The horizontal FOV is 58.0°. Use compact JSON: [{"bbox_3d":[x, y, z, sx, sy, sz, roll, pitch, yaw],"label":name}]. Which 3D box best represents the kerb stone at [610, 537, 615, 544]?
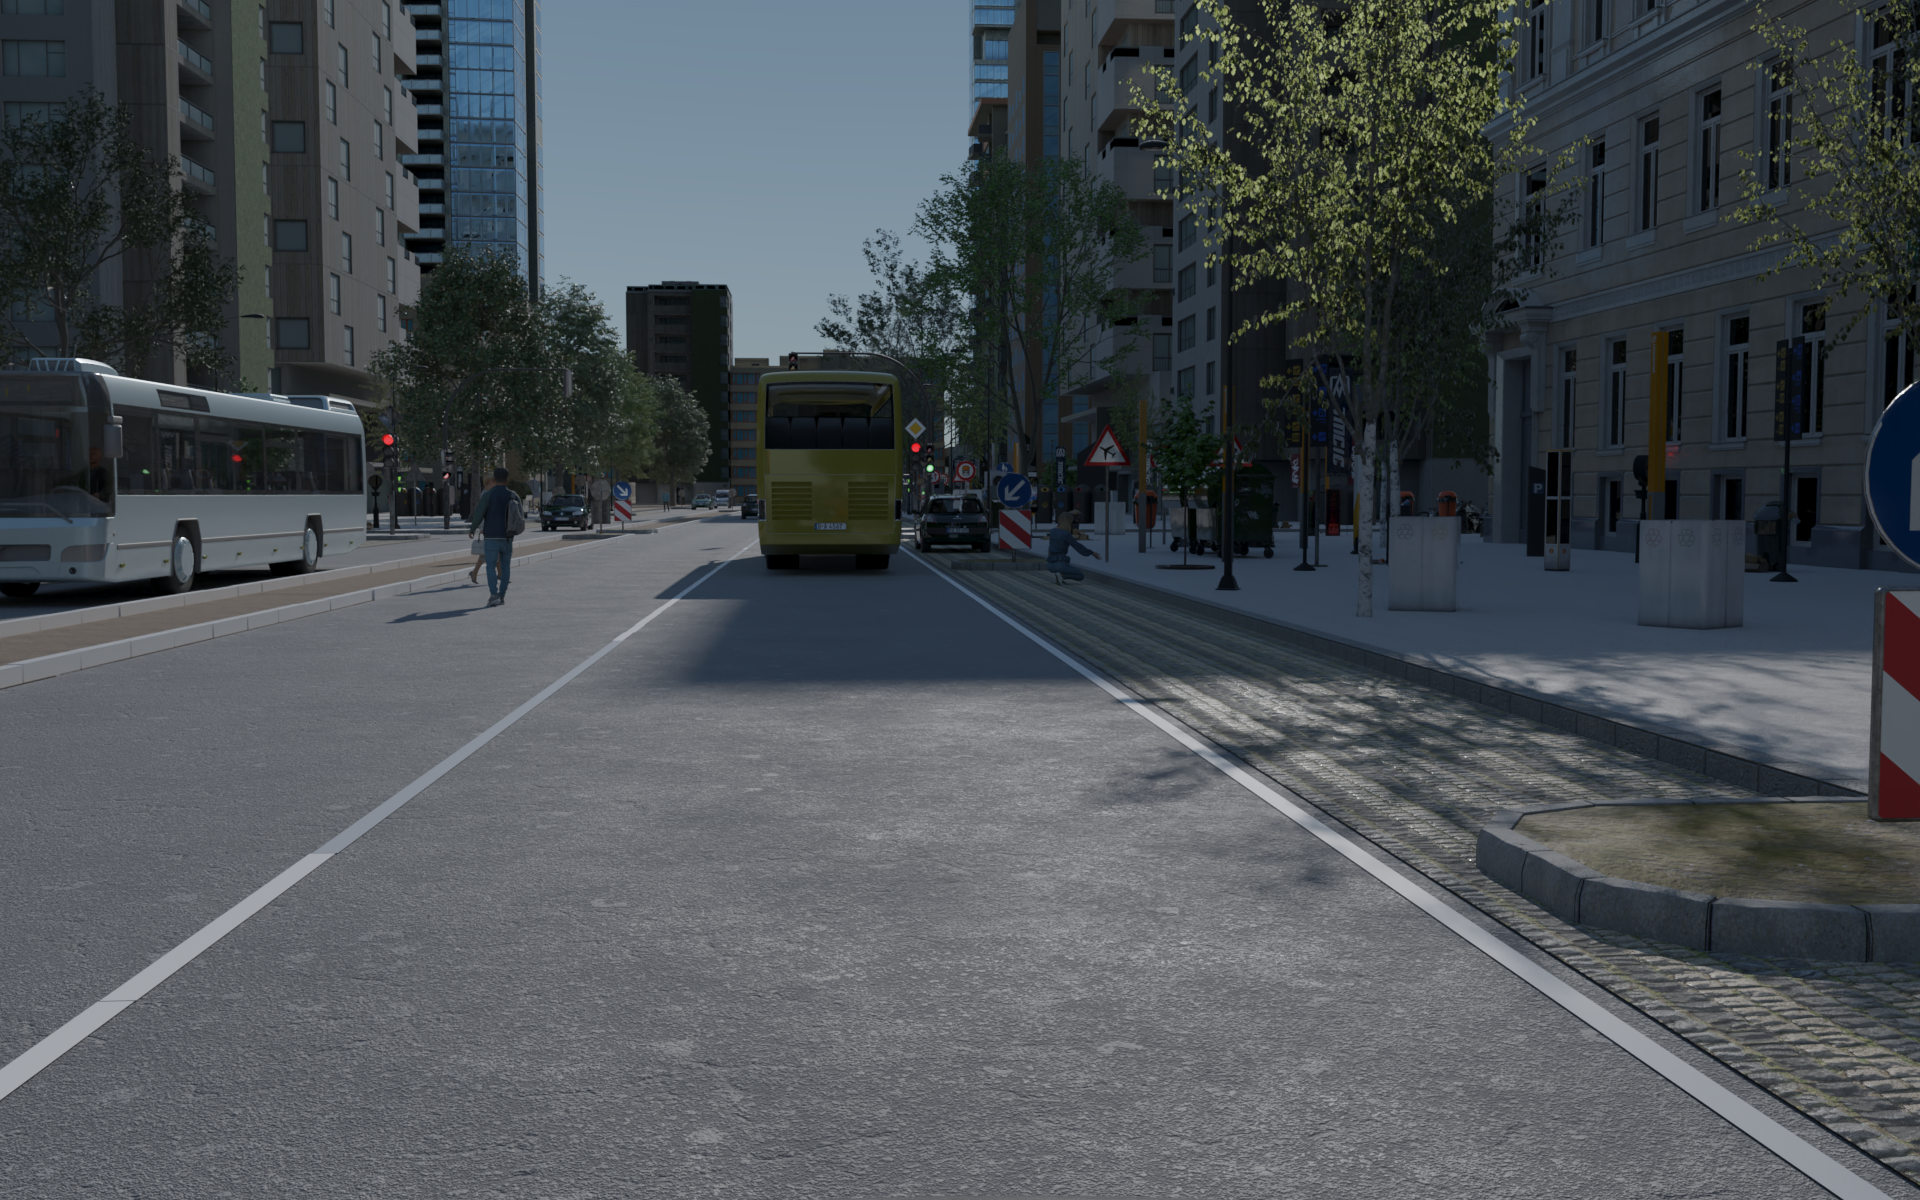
[{"bbox_3d":[-10.033,-1.658,49.359,0.120,0.150,1.000,0,4,-5],"label":"kerb stone"}]

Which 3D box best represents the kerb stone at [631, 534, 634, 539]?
[{"bbox_3d":[-10.436,-1.973,54.459,0.120,0.150,1.000,0,4,-5],"label":"kerb stone"}]

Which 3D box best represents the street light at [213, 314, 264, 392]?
[{"bbox_3d":[-18.615,-4.413,44.693,1.470,5.913,1.316,0,4,-5],"label":"street light"}]

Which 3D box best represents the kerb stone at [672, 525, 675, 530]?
[{"bbox_3d":[-11.624,-2.882,69.313,0.120,0.150,1.000,0,4,-5],"label":"kerb stone"}]

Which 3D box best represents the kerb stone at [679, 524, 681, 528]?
[{"bbox_3d":[-11.866,-3.070,72.390,0.120,0.150,1.000,0,4,-5],"label":"kerb stone"}]

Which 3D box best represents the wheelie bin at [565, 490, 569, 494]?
[{"bbox_3d":[-28.057,-7.015,122.605,0.980,1.594,0.693,-3,4,-39],"label":"wheelie bin"}]

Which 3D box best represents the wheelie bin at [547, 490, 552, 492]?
[{"bbox_3d":[-30.088,-7.313,127.471,0.980,1.594,0.693,1,4,16],"label":"wheelie bin"}]

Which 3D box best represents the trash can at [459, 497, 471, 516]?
[{"bbox_3d":[-28.076,-5.298,98.273,0.748,1.137,0.748,0,3,0],"label":"trash can"}]

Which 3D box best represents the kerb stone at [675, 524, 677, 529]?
[{"bbox_3d":[-11.706,-2.943,70.332,0.120,0.150,1.000,0,4,-5],"label":"kerb stone"}]

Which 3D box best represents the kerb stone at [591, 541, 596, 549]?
[{"bbox_3d":[-9.706,-1.412,45.277,0.120,0.150,1.000,0,4,-5],"label":"kerb stone"}]

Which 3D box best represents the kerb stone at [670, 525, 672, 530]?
[{"bbox_3d":[-11.543,-2.817,68.294,0.120,0.150,1.000,0,4,-5],"label":"kerb stone"}]

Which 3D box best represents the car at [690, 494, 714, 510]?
[{"bbox_3d":[-23.469,-8.929,157.787,2.131,1.459,4.920,0,4,-5],"label":"car"}]

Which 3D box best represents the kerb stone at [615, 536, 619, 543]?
[{"bbox_3d":[-10.111,-1.724,50.377,0.120,0.150,1.000,0,4,-5],"label":"kerb stone"}]

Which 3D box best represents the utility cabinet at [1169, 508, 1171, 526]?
[{"bbox_3d":[8.417,-3.626,67.959,0.318,1.500,1.173,0,4,1],"label":"utility cabinet"}]

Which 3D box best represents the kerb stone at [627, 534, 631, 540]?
[{"bbox_3d":[-10.353,-1.911,53.440,0.120,0.150,1.000,0,4,-5],"label":"kerb stone"}]

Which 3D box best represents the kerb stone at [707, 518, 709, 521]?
[{"bbox_3d":[-13.262,-4.134,89.787,0.120,0.150,1.000,0,4,-5],"label":"kerb stone"}]

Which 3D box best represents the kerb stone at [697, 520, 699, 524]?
[{"bbox_3d":[-12.688,-3.697,82.634,0.120,0.150,1.000,0,4,-5],"label":"kerb stone"}]

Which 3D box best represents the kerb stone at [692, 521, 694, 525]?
[{"bbox_3d":[-12.436,-3.506,79.544,0.120,0.150,1.000,0,4,-5],"label":"kerb stone"}]

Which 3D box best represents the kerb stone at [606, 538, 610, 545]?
[{"bbox_3d":[-9.950,-1.599,48.339,0.120,0.150,1.000,0,4,-5],"label":"kerb stone"}]

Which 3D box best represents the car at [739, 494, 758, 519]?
[{"bbox_3d":[-11.662,-5.475,99.295,2.009,1.686,4.222,0,4,-6],"label":"car"}]

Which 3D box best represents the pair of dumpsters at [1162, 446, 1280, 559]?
[{"bbox_3d":[5.450,-2.073,36.393,1.574,2.255,4.437,0,4,-5],"label":"pair of dumpsters"}]

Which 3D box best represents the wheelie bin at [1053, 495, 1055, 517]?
[{"bbox_3d":[5.038,-5.539,98.471,0.693,1.594,0.980,0,4,7],"label":"wheelie bin"}]

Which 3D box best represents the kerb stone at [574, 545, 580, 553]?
[{"bbox_3d":[-9.460,-1.224,42.210,0.120,0.150,1.000,0,4,-5],"label":"kerb stone"}]

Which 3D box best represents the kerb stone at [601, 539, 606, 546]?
[{"bbox_3d":[-9.867,-1.537,47.320,0.120,0.150,1.000,0,4,-5],"label":"kerb stone"}]

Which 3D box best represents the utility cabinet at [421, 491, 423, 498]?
[{"bbox_3d":[-40.435,-7.420,129.994,1.173,1.500,0.318,1,4,9],"label":"utility cabinet"}]

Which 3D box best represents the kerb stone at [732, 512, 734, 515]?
[{"bbox_3d":[-15.300,-5.690,115.314,0.120,0.150,1.000,0,4,-5],"label":"kerb stone"}]

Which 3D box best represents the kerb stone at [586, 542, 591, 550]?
[{"bbox_3d":[-9.625,-1.349,44.259,0.120,0.150,1.000,0,4,-5],"label":"kerb stone"}]

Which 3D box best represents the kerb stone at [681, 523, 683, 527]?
[{"bbox_3d":[-11.950,-3.128,73.409,0.120,0.150,1.000,0,4,-5],"label":"kerb stone"}]

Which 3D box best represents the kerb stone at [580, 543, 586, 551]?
[{"bbox_3d":[-9.539,-1.287,43.236,0.120,0.150,1.000,0,4,-5],"label":"kerb stone"}]

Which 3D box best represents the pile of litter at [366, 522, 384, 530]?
[{"bbox_3d":[-21.565,-2.944,62.093,1.719,0.858,1.176,-1,4,-10],"label":"pile of litter"}]

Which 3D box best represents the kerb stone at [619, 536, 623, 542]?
[{"bbox_3d":[-10.186,-1.785,51.398,0.120,0.150,1.000,0,4,-5],"label":"kerb stone"}]

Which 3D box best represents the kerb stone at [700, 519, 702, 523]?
[{"bbox_3d":[-12.846,-3.819,84.675,0.120,0.150,1.000,0,4,-5],"label":"kerb stone"}]

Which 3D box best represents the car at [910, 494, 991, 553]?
[{"bbox_3d":[-0.215,-2.061,43.483,2.009,1.686,4.222,0,4,-5],"label":"car"}]

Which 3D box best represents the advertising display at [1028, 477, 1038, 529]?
[{"bbox_3d":[2.414,-3.562,63.445,0.974,1.923,0.123,-2,4,-26],"label":"advertising display"}]

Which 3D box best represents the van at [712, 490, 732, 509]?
[{"bbox_3d":[-23.585,-10.099,172.137,2.013,2.044,4.112,0,4,-5],"label":"van"}]

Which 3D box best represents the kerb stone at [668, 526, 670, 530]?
[{"bbox_3d":[-11.467,-2.756,67.264,0.120,0.150,1.000,0,4,-5],"label":"kerb stone"}]

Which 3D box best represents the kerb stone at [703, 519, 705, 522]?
[{"bbox_3d":[-13.010,-3.947,86.722,0.120,0.150,1.000,0,4,-5],"label":"kerb stone"}]

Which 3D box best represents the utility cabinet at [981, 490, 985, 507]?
[{"bbox_3d":[1.199,-4.681,85.209,0.318,1.500,1.173,3,5,42],"label":"utility cabinet"}]

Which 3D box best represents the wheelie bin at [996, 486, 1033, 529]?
[{"bbox_3d":[1.715,-2.770,53.195,0.980,1.594,0.693,-1,4,-9],"label":"wheelie bin"}]

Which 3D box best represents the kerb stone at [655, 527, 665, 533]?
[{"bbox_3d":[-11.294,-2.631,65.221,0.120,0.150,1.000,0,4,-5],"label":"kerb stone"}]

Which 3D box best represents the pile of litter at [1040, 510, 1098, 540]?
[{"bbox_3d":[3.080,-2.102,48.338,1.719,0.858,1.176,3,5,42],"label":"pile of litter"}]

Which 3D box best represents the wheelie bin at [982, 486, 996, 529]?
[{"bbox_3d":[1.246,-3.464,64.550,0.980,1.594,0.693,-2,4,-29],"label":"wheelie bin"}]

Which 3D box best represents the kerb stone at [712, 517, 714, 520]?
[{"bbox_3d":[-13.588,-4.383,93.880,0.120,0.150,1.000,0,4,-5],"label":"kerb stone"}]

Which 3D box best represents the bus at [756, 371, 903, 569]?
[{"bbox_3d":[-2.796,-2.716,35.948,2.896,3.916,12.252,0,4,-5],"label":"bus"}]

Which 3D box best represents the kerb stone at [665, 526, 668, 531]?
[{"bbox_3d":[-11.377,-2.690,66.246,0.120,0.150,1.000,0,4,-5],"label":"kerb stone"}]

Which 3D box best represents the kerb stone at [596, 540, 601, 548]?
[{"bbox_3d":[-9.789,-1.474,46.301,0.120,0.150,1.000,0,4,-5],"label":"kerb stone"}]

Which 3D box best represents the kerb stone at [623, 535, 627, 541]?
[{"bbox_3d":[-10.272,-1.848,52.416,0.120,0.150,1.000,0,4,-5],"label":"kerb stone"}]

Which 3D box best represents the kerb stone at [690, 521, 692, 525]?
[{"bbox_3d":[-12.361,-3.445,78.521,0.120,0.150,1.000,0,4,-5],"label":"kerb stone"}]

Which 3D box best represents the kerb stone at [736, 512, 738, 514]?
[{"bbox_3d":[-15.706,-6.007,120.414,0.120,0.150,1.000,0,4,-5],"label":"kerb stone"}]

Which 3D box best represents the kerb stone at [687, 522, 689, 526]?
[{"bbox_3d":[-12.191,-3.320,76.481,0.120,0.150,1.000,0,4,-5],"label":"kerb stone"}]

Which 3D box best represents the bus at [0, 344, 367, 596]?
[{"bbox_3d":[-12.387,-1.974,27.130,2.948,3.499,13.247,0,4,-4],"label":"bus"}]

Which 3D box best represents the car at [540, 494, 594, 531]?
[{"bbox_3d":[-15.464,-3.578,68.293,2.009,1.686,4.222,0,4,-6],"label":"car"}]

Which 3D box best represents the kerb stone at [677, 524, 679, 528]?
[{"bbox_3d":[-11.785,-3.007,71.363,0.120,0.150,1.000,0,4,-5],"label":"kerb stone"}]

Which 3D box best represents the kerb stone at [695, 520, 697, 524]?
[{"bbox_3d":[-12.610,-3.633,81.611,0.120,0.150,1.000,0,4,-5],"label":"kerb stone"}]

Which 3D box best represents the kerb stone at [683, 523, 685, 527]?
[{"bbox_3d":[-12.030,-3.189,74.437,0.120,0.150,1.000,0,4,-5],"label":"kerb stone"}]

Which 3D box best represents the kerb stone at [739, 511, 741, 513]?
[{"bbox_3d":[-16.040,-6.258,124.508,0.120,0.150,1.000,0,4,-5],"label":"kerb stone"}]

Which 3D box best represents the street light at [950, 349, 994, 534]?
[{"bbox_3d":[0.380,-5.074,55.495,1.470,5.913,1.316,0,4,-5],"label":"street light"}]

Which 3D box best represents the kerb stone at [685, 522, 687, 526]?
[{"bbox_3d":[-12.115,-3.255,75.461,0.120,0.150,1.000,0,4,-5],"label":"kerb stone"}]
